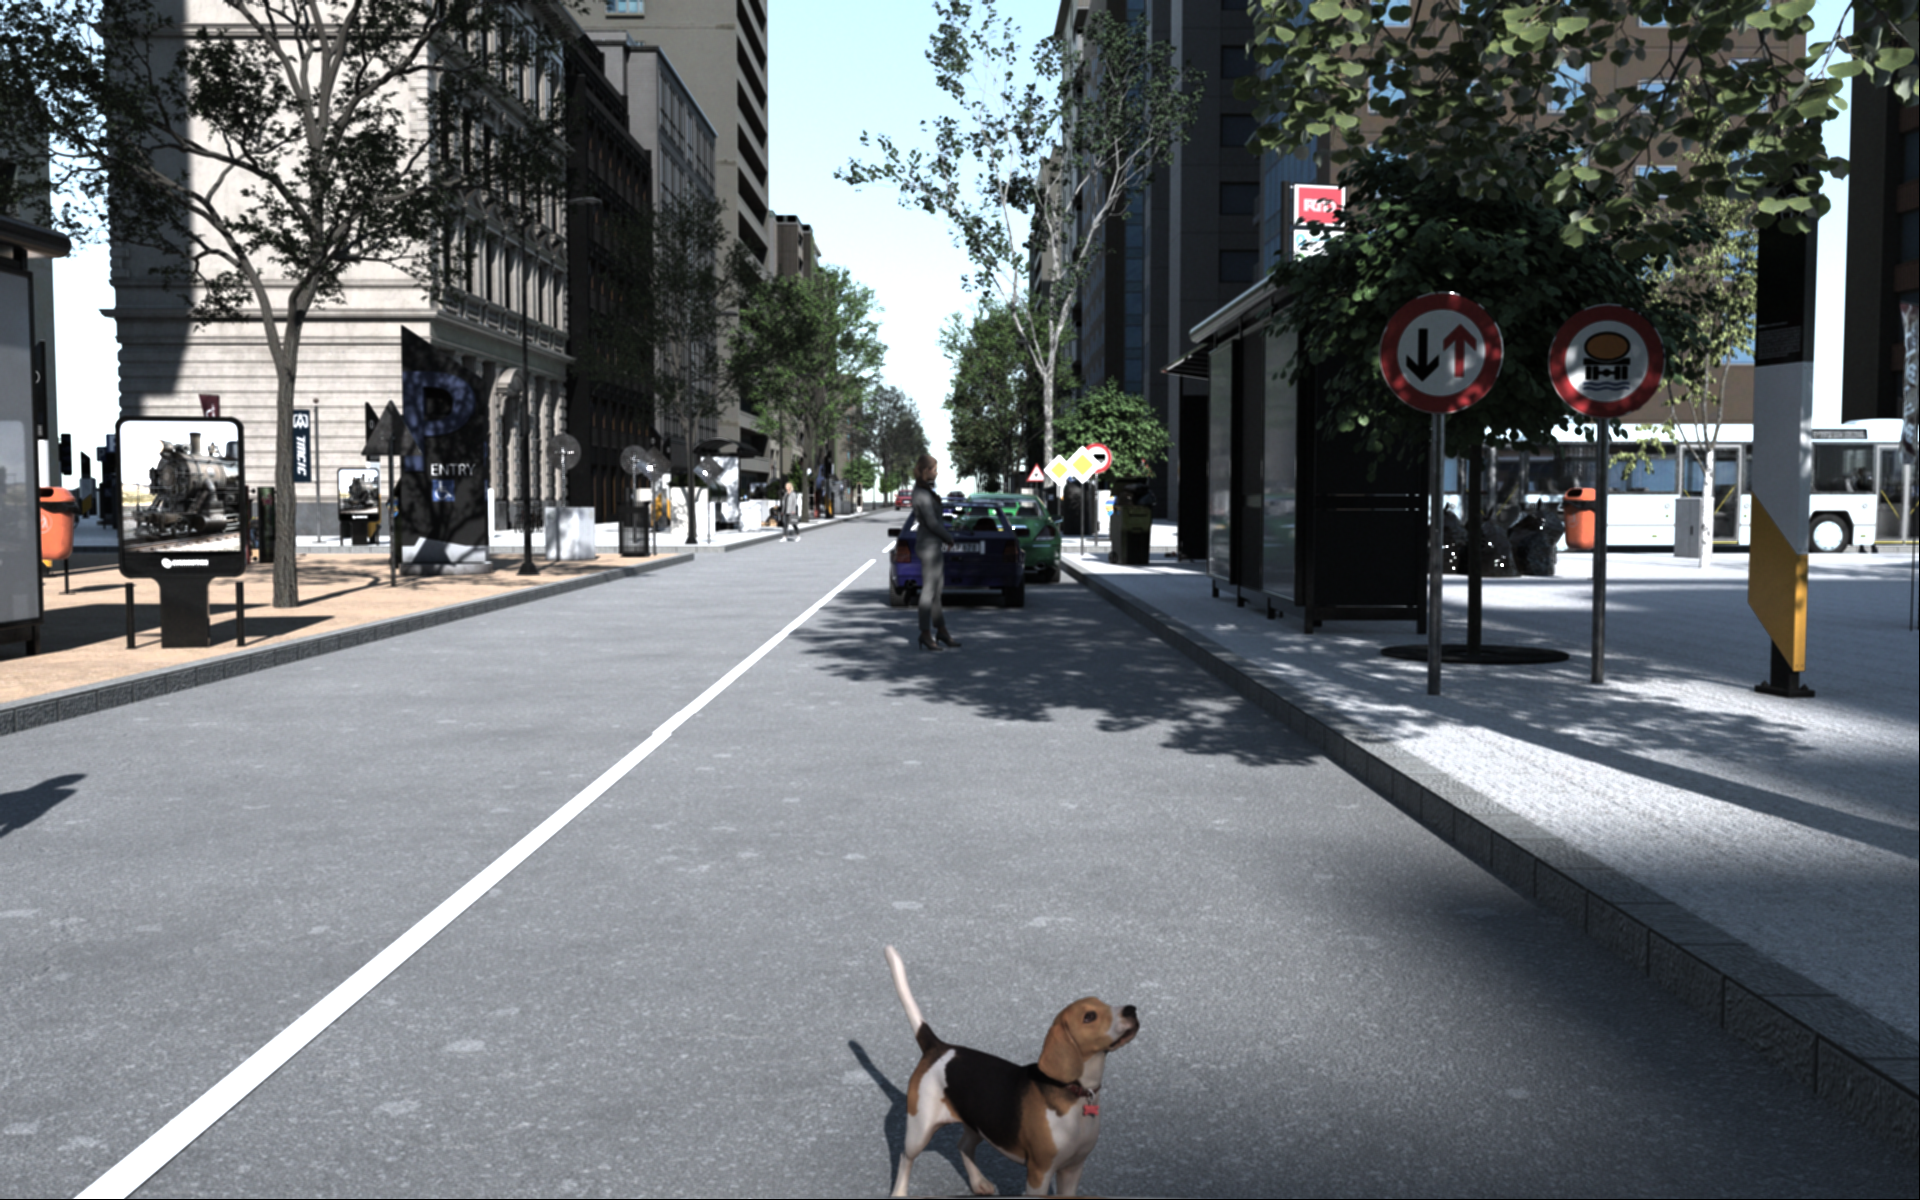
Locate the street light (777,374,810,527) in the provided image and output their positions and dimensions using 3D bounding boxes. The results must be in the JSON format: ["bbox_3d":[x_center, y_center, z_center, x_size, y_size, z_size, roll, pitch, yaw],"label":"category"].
[{"bbox_3d":[-6.373,-5.772,66.916,1.470,5.913,1.316,0,4,0],"label":"street light"}]

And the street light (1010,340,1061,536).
[{"bbox_3d":[2.355,-4.887,52.446,1.470,5.913,1.316,0,4,0],"label":"street light"}]

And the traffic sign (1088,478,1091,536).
[{"bbox_3d":[3.992,-3.247,53.190,0.768,2.556,0.104,1,4,9],"label":"traffic sign"}]

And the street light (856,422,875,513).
[{"bbox_3d":[-6.414,-8.496,111.451,1.470,5.913,1.316,0,4,0],"label":"street light"}]

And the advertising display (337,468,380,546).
[{"bbox_3d":[-14.958,-2.317,43.094,0.974,1.923,0.123,-1,4,-23],"label":"advertising display"}]

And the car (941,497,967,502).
[{"bbox_3d":[-0.315,-2.620,55.420,1.945,1.354,3.894,0,3,0],"label":"car"}]

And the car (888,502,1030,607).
[{"bbox_3d":[-0.021,-0.655,23.290,1.945,1.354,3.894,0,4,1],"label":"car"}]

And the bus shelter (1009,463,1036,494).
[{"bbox_3d":[4.159,-7.375,114.501,2.014,3.302,5.546,0,4,0],"label":"bus shelter"}]

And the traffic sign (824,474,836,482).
[{"bbox_3d":[-8.119,-6.612,108.218,0.768,2.556,0.104,0,4,8],"label":"traffic sign"}]

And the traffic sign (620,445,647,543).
[{"bbox_3d":[-8.480,-2.751,45.092,0.768,2.556,0.104,1,4,9],"label":"traffic sign"}]

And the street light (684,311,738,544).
[{"bbox_3d":[-6.334,-4.380,44.153,1.470,5.913,1.316,0,4,0],"label":"street light"}]

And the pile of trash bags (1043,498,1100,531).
[{"bbox_3d":[4.465,-3.107,60.550,3.447,1.369,1.912,0,4,4],"label":"pile of trash bags"}]

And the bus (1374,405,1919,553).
[{"bbox_3d":[16.261,-2.710,39.174,13.247,3.499,2.948,0,4,-2],"label":"bus"}]

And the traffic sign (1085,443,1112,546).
[{"bbox_3d":[3.382,-2.618,42.913,0.768,2.556,0.104,0,4,4],"label":"traffic sign"}]

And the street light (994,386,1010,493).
[{"bbox_3d":[2.292,-6.222,74.275,1.470,5.913,1.316,0,4,0],"label":"street light"}]

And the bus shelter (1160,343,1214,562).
[{"bbox_3d":[4.643,-2.349,29.695,1.731,3.624,6.357,0,4,0],"label":"bus shelter"}]

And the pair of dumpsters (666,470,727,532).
[{"bbox_3d":[-8.826,-3.398,58.047,1.574,2.255,4.437,0,4,0],"label":"pair of dumpsters"}]

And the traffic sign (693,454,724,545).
[{"bbox_3d":[-6.379,-2.466,43.969,0.795,2.450,0.064,0,4,0],"label":"traffic sign"}]

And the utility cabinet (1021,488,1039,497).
[{"bbox_3d":[2.717,-3.554,66.782,0.318,1.500,1.173,2,4,23],"label":"utility cabinet"}]

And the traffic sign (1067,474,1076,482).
[{"bbox_3d":[5.189,-4.788,78.397,0.768,2.556,0.104,0,4,7],"label":"traffic sign"}]

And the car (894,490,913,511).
[{"bbox_3d":[-4.614,-8.763,151.946,2.281,1.827,5.304,0,4,0],"label":"car"}]

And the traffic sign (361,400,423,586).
[{"bbox_3d":[-7.874,-1.467,23.995,0.884,2.594,0.081,0,4,7],"label":"traffic sign"}]

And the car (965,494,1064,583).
[{"bbox_3d":[0.727,-1.078,29.429,2.131,1.459,4.920,0,4,0],"label":"car"}]

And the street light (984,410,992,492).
[{"bbox_3d":[2.148,-7.556,96.087,1.470,5.913,1.316,0,4,0],"label":"street light"}]

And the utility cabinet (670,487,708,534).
[{"bbox_3d":[-8.632,-2.846,55.216,1.173,1.500,0.318,-1,4,-12],"label":"utility cabinet"}]

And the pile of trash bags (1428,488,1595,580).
[{"bbox_3d":[8.723,-1.062,27.122,1.912,1.369,3.447,-2,4,-24],"label":"pile of trash bags"}]

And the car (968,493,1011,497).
[{"bbox_3d":[0.864,-2.378,47.679,1.959,1.807,4.718,0,4,-1],"label":"car"}]

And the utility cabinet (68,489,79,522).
[{"bbox_3d":[-40.111,-4.228,77.809,1.173,1.500,0.318,2,4,27],"label":"utility cabinet"}]

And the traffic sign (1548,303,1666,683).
[{"bbox_3d":[4.332,-0.709,11.693,0.768,2.556,0.104,0,4,5],"label":"traffic sign"}]

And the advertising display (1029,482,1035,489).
[{"bbox_3d":[3.948,-5.486,94.904,0.123,1.923,0.974,0,4,-8],"label":"advertising display"}]

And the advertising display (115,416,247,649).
[{"bbox_3d":[-6.473,-0.564,14.429,0.974,1.923,0.123,-1,4,-15],"label":"advertising display"}]

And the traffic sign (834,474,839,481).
[{"bbox_3d":[-7.898,-6.682,109.260,0.884,2.594,0.081,0,4,5],"label":"traffic sign"}]

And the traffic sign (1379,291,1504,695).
[{"bbox_3d":[3.033,-0.667,11.004,0.768,2.556,0.104,0,4,6],"label":"traffic sign"}]

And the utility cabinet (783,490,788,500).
[{"bbox_3d":[-7.925,-4.306,79.079,0.318,1.500,1.173,-1,4,-21],"label":"utility cabinet"}]

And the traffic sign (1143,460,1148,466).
[{"bbox_3d":[5.164,-3.079,50.345,0.884,2.594,0.081,0,4,2],"label":"traffic sign"}]

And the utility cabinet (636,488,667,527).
[{"bbox_3d":[-11.921,-3.563,66.939,1.173,1.500,0.318,-3,4,-38],"label":"utility cabinet"}]

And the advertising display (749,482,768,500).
[{"bbox_3d":[-10.702,-5.315,92.116,0.974,1.923,0.123,-1,4,-14],"label":"advertising display"}]

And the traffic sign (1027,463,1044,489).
[{"bbox_3d":[3.234,-4.469,73.069,0.884,2.594,0.081,0,4,2],"label":"traffic sign"}]

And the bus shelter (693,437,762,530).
[{"bbox_3d":[-8.698,-4.335,64.803,2.014,3.302,5.546,0,4,0],"label":"bus shelter"}]

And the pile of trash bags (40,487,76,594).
[{"bbox_3d":[-12.877,-0.757,22.128,3.447,1.369,1.912,0,4,8],"label":"pile of trash bags"}]

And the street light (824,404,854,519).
[{"bbox_3d":[-6.280,-7.139,89.262,1.470,5.913,1.316,0,4,0],"label":"street light"}]

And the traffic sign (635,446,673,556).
[{"bbox_3d":[-6.354,-1.978,35.984,0.795,2.450,0.064,0,4,0],"label":"traffic sign"}]

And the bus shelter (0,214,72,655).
[{"bbox_3d":[-8.136,-1.944,9.418,2.179,5.291,8.768,0,4,0],"label":"bus shelter"}]

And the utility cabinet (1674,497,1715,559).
[{"bbox_3d":[14.769,-1.451,34.887,0.306,1.237,1.020,0,4,-6],"label":"utility cabinet"}]

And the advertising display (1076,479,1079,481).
[{"bbox_3d":[5.108,-4.214,74.107,0.123,1.923,0.974,1,4,15],"label":"advertising display"}]

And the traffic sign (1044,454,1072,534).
[{"bbox_3d":[2.515,-2.467,43.977,0.795,2.450,0.064,0,4,0],"label":"traffic sign"}]

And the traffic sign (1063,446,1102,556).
[{"bbox_3d":[2.540,-1.979,35.992,0.795,2.450,0.064,0,4,0],"label":"traffic sign"}]

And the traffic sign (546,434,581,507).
[{"bbox_3d":[-8.372,-2.229,36.556,0.768,2.556,0.104,1,4,9],"label":"traffic sign"}]

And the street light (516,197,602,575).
[{"bbox_3d":[-6.305,-3.348,27.278,1.470,5.913,1.316,0,4,0],"label":"street light"}]

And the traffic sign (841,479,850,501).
[{"bbox_3d":[-7.581,-6.892,114.809,0.606,2.300,0.079,0,4,8],"label":"traffic sign"}]

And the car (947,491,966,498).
[{"bbox_3d":[-0.470,-12.093,206.389,2.281,1.827,5.304,0,3,0],"label":"car"}]

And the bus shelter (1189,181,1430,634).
[{"bbox_3d":[3.939,-2.590,19.977,2.179,5.291,8.768,0,4,0],"label":"bus shelter"}]
